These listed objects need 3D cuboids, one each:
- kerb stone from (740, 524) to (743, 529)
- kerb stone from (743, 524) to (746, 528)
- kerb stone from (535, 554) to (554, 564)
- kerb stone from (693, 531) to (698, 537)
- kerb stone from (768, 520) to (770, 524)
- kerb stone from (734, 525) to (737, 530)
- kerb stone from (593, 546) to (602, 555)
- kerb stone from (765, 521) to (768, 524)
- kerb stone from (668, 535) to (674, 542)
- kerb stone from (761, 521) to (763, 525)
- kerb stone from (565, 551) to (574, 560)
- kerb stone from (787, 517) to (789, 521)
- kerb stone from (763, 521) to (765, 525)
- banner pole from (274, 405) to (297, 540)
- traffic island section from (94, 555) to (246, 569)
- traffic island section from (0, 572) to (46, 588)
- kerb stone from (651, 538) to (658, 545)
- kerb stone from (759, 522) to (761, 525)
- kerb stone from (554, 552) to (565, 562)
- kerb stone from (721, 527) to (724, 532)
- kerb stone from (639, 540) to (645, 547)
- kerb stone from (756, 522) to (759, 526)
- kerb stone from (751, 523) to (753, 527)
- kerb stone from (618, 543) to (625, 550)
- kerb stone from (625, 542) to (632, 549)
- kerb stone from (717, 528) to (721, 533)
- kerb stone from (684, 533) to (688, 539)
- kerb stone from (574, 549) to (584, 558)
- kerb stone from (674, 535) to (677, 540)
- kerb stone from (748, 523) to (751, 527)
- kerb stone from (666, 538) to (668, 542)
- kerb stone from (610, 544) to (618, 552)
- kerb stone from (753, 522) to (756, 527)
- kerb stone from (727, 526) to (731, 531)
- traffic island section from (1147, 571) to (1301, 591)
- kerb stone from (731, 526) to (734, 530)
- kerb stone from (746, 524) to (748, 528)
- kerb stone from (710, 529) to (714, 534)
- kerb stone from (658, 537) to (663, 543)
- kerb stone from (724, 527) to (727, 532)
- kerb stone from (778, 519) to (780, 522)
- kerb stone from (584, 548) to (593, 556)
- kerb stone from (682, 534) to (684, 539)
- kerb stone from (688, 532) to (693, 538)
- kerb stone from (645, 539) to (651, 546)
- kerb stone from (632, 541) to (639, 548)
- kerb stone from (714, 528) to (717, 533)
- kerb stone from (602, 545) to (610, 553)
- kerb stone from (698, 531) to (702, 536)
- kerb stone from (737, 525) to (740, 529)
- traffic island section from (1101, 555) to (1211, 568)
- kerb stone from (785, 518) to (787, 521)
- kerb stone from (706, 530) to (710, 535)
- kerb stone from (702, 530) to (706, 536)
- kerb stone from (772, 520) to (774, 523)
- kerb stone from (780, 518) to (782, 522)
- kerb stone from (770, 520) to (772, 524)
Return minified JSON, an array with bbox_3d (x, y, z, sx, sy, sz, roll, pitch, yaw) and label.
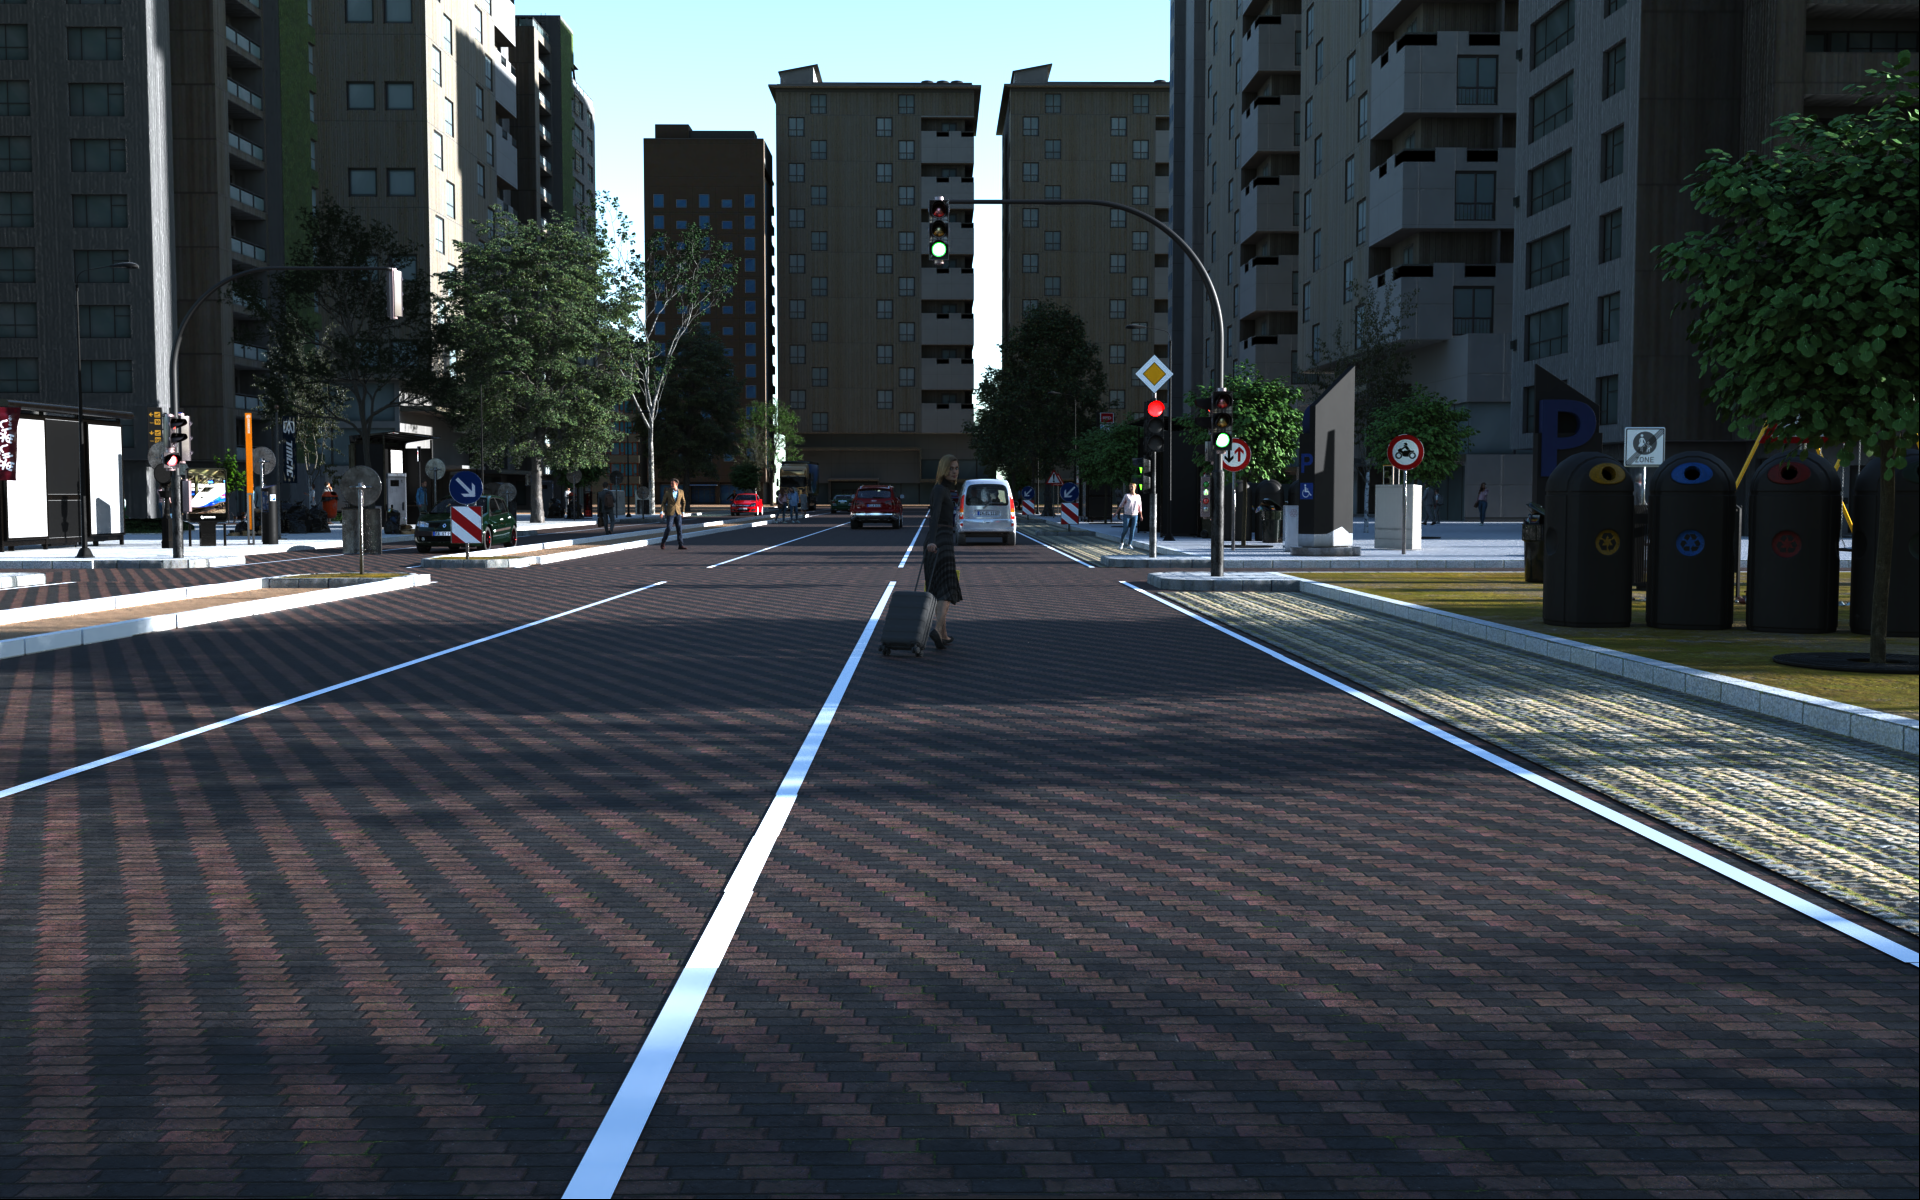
[{"bbox_3d":[-9.095,-2.971,70.774,0.120,0.150,1.000,0,4,-1],"label":"kerb stone"},{"bbox_3d":[-9.103,-3.033,71.797,0.120,0.150,1.000,0,4,-1],"label":"kerb stone"},{"bbox_3d":[-8.635,-0.839,35.918,0.120,0.150,1.000,0,4,-1],"label":"kerb stone"},{"bbox_3d":[-8.919,-2.157,57.464,0.120,0.150,1.000,0,4,-1],"label":"kerb stone"},{"bbox_3d":[-9.250,-3.661,82.053,0.120,0.150,1.000,0,4,-1],"label":"kerb stone"},{"bbox_3d":[-9.069,-2.846,68.720,0.120,0.150,1.000,0,4,-1],"label":"kerb stone"},{"bbox_3d":[-8.706,-1.153,41.053,0.120,0.150,1.000,0,4,-1],"label":"kerb stone"},{"bbox_3d":[-9.228,-3.599,81.031,0.120,0.150,1.000,0,4,-1],"label":"kerb stone"},{"bbox_3d":[-8.853,-1.843,52.327,0.120,0.150,1.000,0,4,-1],"label":"kerb stone"},{"bbox_3d":[-9.205,-3.473,78.977,0.120,0.150,1.000,0,4,-1],"label":"kerb stone"},{"bbox_3d":[-8.676,-0.965,37.966,0.120,0.150,1.000,0,4,-1],"label":"kerb stone"},{"bbox_3d":[-9.375,-4.285,92.290,0.120,0.150,1.000,0,4,-1],"label":"kerb stone"},{"bbox_3d":[-9.220,-3.536,80.007,0.120,0.150,1.000,0,4,-1],"label":"kerb stone"},{"bbox_3d":[-19.023,-3.597,48.824,0.401,3.779,0.863,2,4,32],"label":"banner pole"},{"bbox_3d":[-15.717,-0.765,34.787,2.009,0.180,2.903,0,4,-1],"label":"traffic island section"},{"bbox_3d":[-15.613,-0.277,26.803,2.009,0.180,2.903,0,4,-1],"label":"traffic island section"},{"bbox_3d":[-8.811,-1.655,49.252,0.120,0.150,1.000,0,4,-1],"label":"kerb stone"},{"bbox_3d":[-9.191,-3.409,77.942,0.120,0.150,1.000,0,4,-1],"label":"kerb stone"},{"bbox_3d":[-8.653,-0.902,36.943,0.120,0.150,1.000,0,4,-1],"label":"kerb stone"},{"bbox_3d":[-9.020,-2.595,64.631,0.120,0.150,1.000,0,4,-1],"label":"kerb stone"},{"bbox_3d":[-8.788,-1.528,47.192,0.120,0.150,1.000,0,4,-1],"label":"kerb stone"},{"bbox_3d":[-9.172,-3.345,76.915,0.120,0.150,1.000,0,4,-1],"label":"kerb stone"},{"bbox_3d":[-9.157,-3.221,74.869,0.120,0.150,1.000,0,4,-1],"label":"kerb stone"},{"bbox_3d":[-8.751,-1.341,44.125,0.120,0.150,1.000,0,4,-1],"label":"kerb stone"},{"bbox_3d":[-8.770,-1.404,45.147,0.120,0.150,1.000,0,4,-1],"label":"kerb stone"},{"bbox_3d":[-9.005,-2.531,63.609,0.120,0.150,1.000,0,4,-1],"label":"kerb stone"},{"bbox_3d":[-8.901,-2.029,55.403,0.120,0.150,1.000,0,4,-1],"label":"kerb stone"},{"bbox_3d":[-8.679,-1.021,38.995,0.120,0.150,1.000,0,4,-1],"label":"kerb stone"},{"bbox_3d":[-8.870,-1.903,53.349,0.120,0.150,1.000,0,4,-1],"label":"kerb stone"},{"bbox_3d":[-9.146,-3.159,73.846,0.120,0.150,1.000,0,4,-1],"label":"kerb stone"},{"bbox_3d":[-8.849,-1.780,51.304,0.120,0.150,1.000,0,4,-1],"label":"kerb stone"},{"bbox_3d":[-8.739,-1.274,43.097,0.120,0.150,1.000,0,4,-1],"label":"kerb stone"},{"bbox_3d":[-9.156,-3.284,75.892,0.120,0.150,1.000,0,4,-1],"label":"kerb stone"},{"bbox_3d":[-9.042,-2.720,66.675,0.120,0.150,1.000,0,4,-1],"label":"kerb stone"},{"bbox_3d":[4.027,-0.292,27.052,2.009,0.180,2.903,0,4,-1],"label":"traffic island section"},{"bbox_3d":[-9.051,-2.783,67.697,0.120,0.150,1.000,0,4,-1],"label":"kerb stone"},{"bbox_3d":[-9.117,-3.096,72.819,0.120,0.150,1.000,0,4,-1],"label":"kerb stone"},{"bbox_3d":[-8.975,-2.405,61.562,0.120,0.150,1.000,0,4,-1],"label":"kerb stone"},{"bbox_3d":[-8.828,-1.718,50.282,0.120,0.150,1.000,0,4,-1],"label":"kerb stone"},{"bbox_3d":[-9.032,-2.658,65.653,0.120,0.150,1.000,0,4,-1],"label":"kerb stone"},{"bbox_3d":[-9.311,-3.974,87.172,0.120,0.150,1.000,0,4,-1],"label":"kerb stone"},{"bbox_3d":[-8.702,-1.090,40.016,0.120,0.150,1.000,0,4,-1],"label":"kerb stone"},{"bbox_3d":[-8.885,-1.968,54.371,0.120,0.150,1.000,0,4,-1],"label":"kerb stone"},{"bbox_3d":[-8.907,-2.092,56.434,0.120,0.150,1.000,0,4,-1],"label":"kerb stone"},{"bbox_3d":[-8.807,-1.590,48.219,0.120,0.150,1.000,0,4,-1],"label":"kerb stone"},{"bbox_3d":[-8.778,-1.458,46.170,0.120,0.150,1.000,0,4,-1],"label":"kerb stone"},{"bbox_3d":[-8.987,-2.470,62.586,0.120,0.150,1.000,0,4,-1],"label":"kerb stone"},{"bbox_3d":[-8.723,-1.216,42.075,0.120,0.150,1.000,0,4,-1],"label":"kerb stone"},{"bbox_3d":[-8.939,-2.219,58.486,0.120,0.150,1.000,0,4,-1],"label":"kerb stone"},{"bbox_3d":[-9.082,-2.909,69.752,0.120,0.150,1.000,0,4,-1],"label":"kerb stone"},{"bbox_3d":[3.923,-0.780,35.036,2.009,0.180,2.903,0,4,-1],"label":"traffic island section"},{"bbox_3d":[-9.363,-4.221,91.266,0.120,0.150,1.000,0,4,-1],"label":"kerb stone"},{"bbox_3d":[-8.961,-2.345,60.540,0.120,0.150,1.000,0,4,-1],"label":"kerb stone"},{"bbox_3d":[-8.946,-2.282,59.508,0.120,0.150,1.000,0,4,-1],"label":"kerb stone"},{"bbox_3d":[-9.271,-3.786,84.105,0.120,0.150,1.000,0,4,-1],"label":"kerb stone"},{"bbox_3d":[-9.323,-4.036,88.195,0.120,0.150,1.000,0,4,-1],"label":"kerb stone"},{"bbox_3d":[-9.258,-3.724,83.075,0.120,0.150,1.000,0,4,-1],"label":"kerb stone"}]
